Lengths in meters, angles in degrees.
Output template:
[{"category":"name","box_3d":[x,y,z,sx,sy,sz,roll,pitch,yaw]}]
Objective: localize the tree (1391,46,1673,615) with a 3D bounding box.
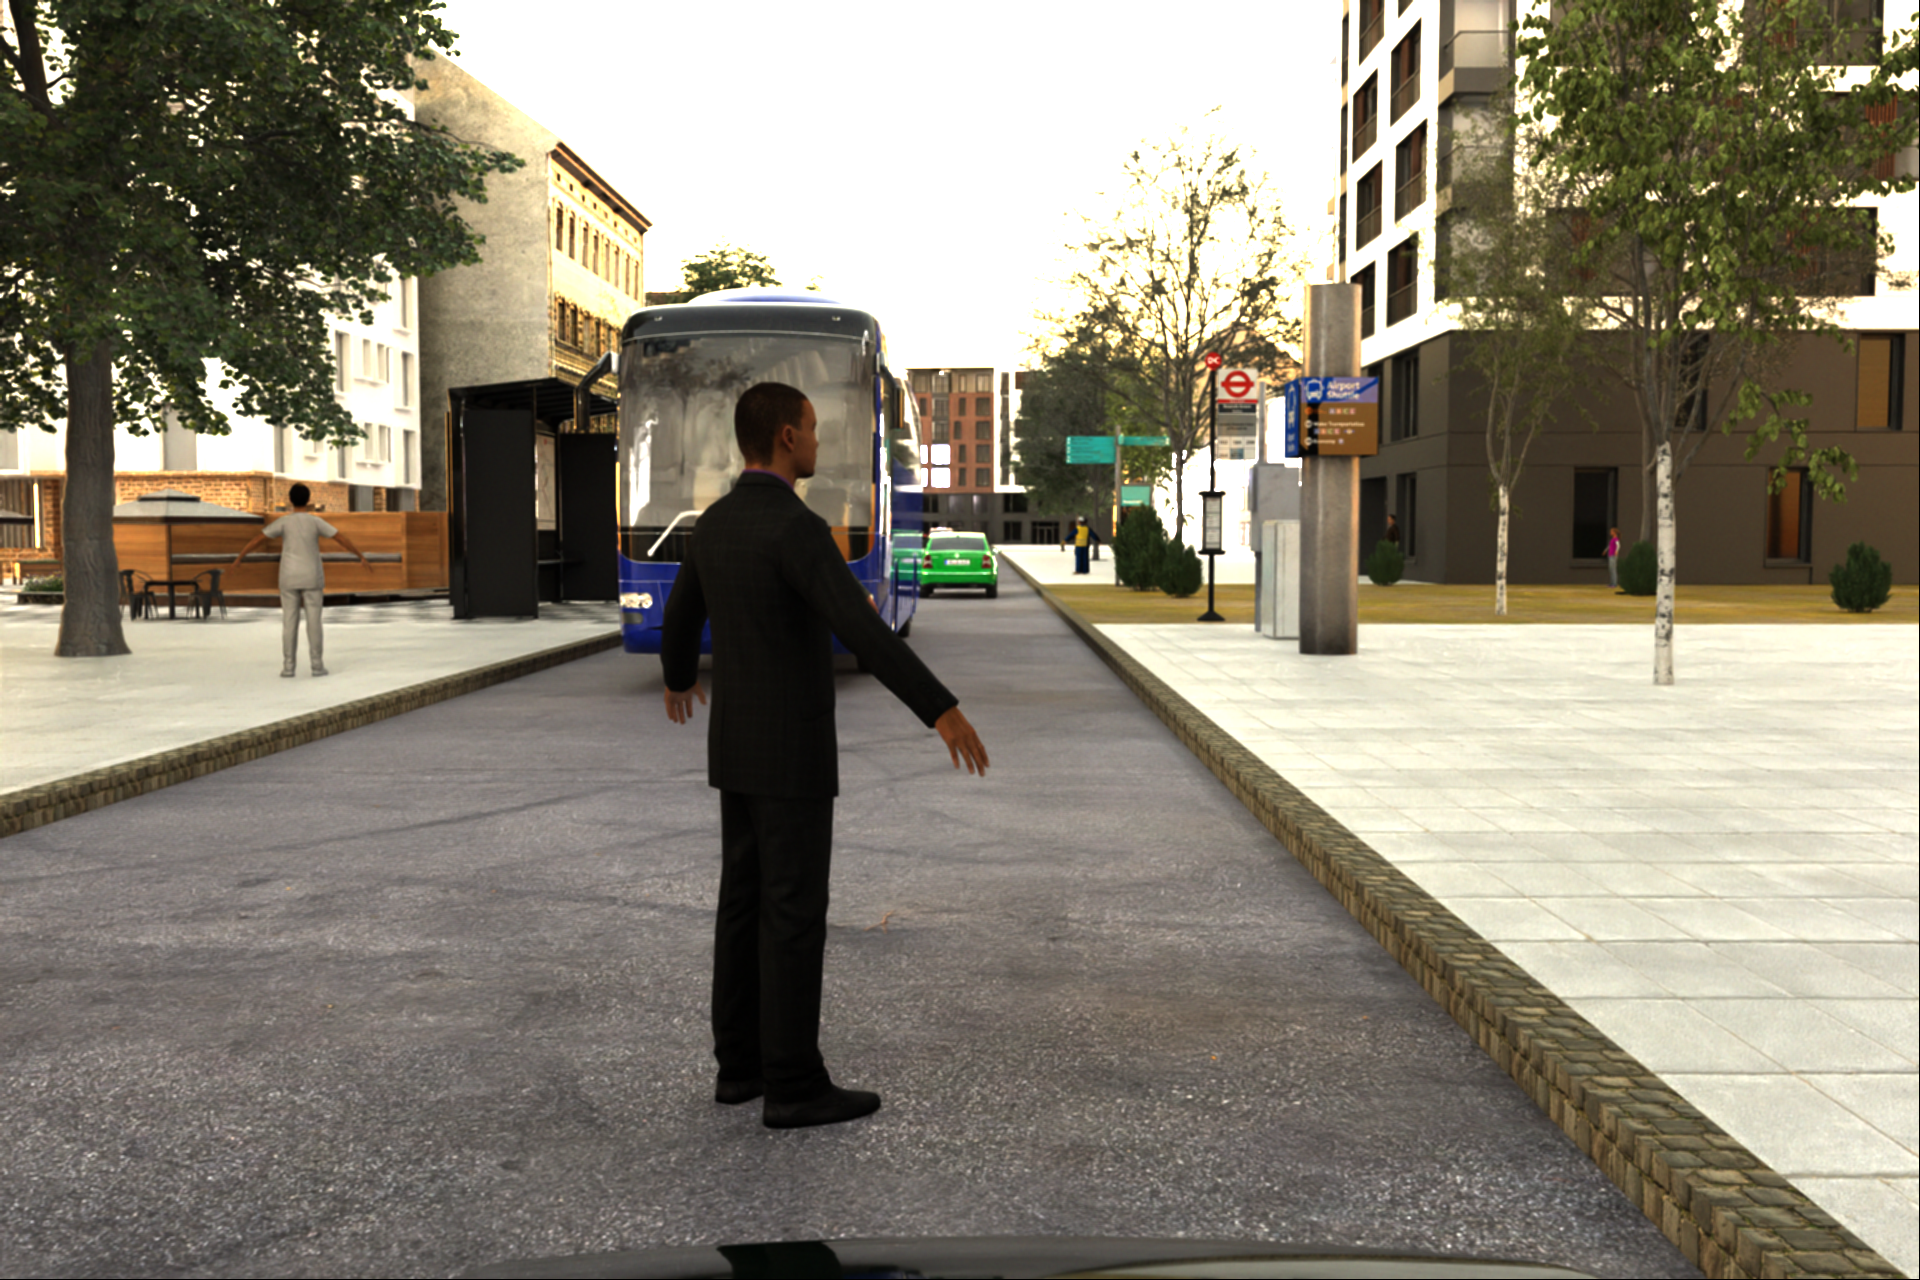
[{"category":"tree","box_3d":[8.343,-4.700,27.203,4.360,8.622,3.978,0,3,0]}]

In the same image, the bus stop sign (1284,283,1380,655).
[{"category":"bus stop sign","box_3d":[3.956,-1.804,18.516,0.837,3.901,0.837,0,4,0]}]

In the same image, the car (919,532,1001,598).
[{"category":"car","box_3d":[-0.030,-1.917,40.134,1.959,1.807,4.718,0,4,1]}]

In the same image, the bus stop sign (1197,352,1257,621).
[{"category":"bus stop sign","box_3d":[3.936,-2.252,25.520,0.855,3.939,0.416,0,4,0]}]

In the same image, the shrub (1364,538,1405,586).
[{"category":"shrub","box_3d":[10.486,-1.934,42.743,1.383,1.207,1.383,0,3,0]}]

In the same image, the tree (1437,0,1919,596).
[{"category":"tree","box_3d":[14.588,-7.696,36.207,12.009,13.543,11.850,0,3,0]}]

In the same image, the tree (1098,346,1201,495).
[{"category":"tree","box_3d":[7.256,-7.260,69.069,4.737,8.622,4.395,0,3,0]}]

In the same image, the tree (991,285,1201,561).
[{"category":"tree","box_3d":[6.691,-10.596,83.610,12.009,13.543,11.850,0,3,0]}]

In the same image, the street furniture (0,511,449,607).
[{"category":"street furniture","box_3d":[-13.741,-1.726,35.072,11.010,1.723,9.812,1,4,15]}]

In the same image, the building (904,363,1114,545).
[{"category":"building","box_3d":[3.277,-22.886,220.610,32.646,21.610,27.936,0,4,6]}]

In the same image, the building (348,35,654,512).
[{"category":"building","box_3d":[-24.771,-14.961,75.542,19.493,23.208,18.063,0,4,1]}]

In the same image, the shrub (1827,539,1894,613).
[{"category":"shrub","box_3d":[14.700,-1.050,28.288,1.383,1.207,1.383,0,3,0]}]

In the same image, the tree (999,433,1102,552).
[{"category":"tree","box_3d":[7.358,-11.675,125.304,8.767,10.594,7.601,-1,4,-20]}]

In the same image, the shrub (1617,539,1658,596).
[{"category":"shrub","box_3d":[14.100,-1.513,35.847,1.383,1.207,1.383,0,3,0]}]

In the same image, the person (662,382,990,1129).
[{"category":"person","box_3d":[-0.436,0.268,4.304,0.704,1.802,1.346,-3,4,-38]}]

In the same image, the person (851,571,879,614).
[{"category":"person","box_3d":[-1.198,-0.146,11.118,1.348,1.796,0.705,0,4,3]}]

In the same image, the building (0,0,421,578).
[{"category":"building","box_3d":[-25.250,-11.928,51.447,16.016,20.090,11.380,0,4,1]}]

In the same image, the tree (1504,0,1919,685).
[{"category":"tree","box_3d":[6.090,-3.911,14.316,4.737,8.622,4.395,0,3,0]}]

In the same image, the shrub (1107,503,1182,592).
[{"category":"shrub","box_3d":[4.143,-2.101,38.769,1.690,2.028,1.600,0,3,0]}]

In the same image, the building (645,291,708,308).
[{"category":"building","box_3d":[-25.778,-19.467,162.264,27.936,21.610,32.646,0,4,1]}]

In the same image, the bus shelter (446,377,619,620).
[{"category":"bus shelter","box_3d":[-6.831,-2.308,29.019,1.731,3.624,6.357,0,4,1]}]

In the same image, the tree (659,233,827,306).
[{"category":"tree","box_3d":[-8.891,-10.196,73.354,9.857,13.997,8.962,0,3,0]}]

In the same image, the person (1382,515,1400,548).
[{"category":"person","box_3d":[11.717,-2.508,47.139,0.704,1.812,1.346,0,4,-7]}]

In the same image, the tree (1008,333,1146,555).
[{"category":"tree","box_3d":[7.322,-12.247,106.898,9.857,13.997,8.962,0,3,0]}]

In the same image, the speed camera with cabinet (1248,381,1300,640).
[{"category":"speed camera with cabinet","box_3d":[4.094,-1.682,21.844,0.660,3.252,2.038,0,4,1]}]

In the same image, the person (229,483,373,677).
[{"category":"person","box_3d":[-5.957,-0.545,15.679,1.217,1.739,0.721,-1,4,-18]}]

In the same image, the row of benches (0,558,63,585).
[{"category":"row of benches","box_3d":[-23.556,-1.751,44.099,4.104,0.672,1.422,-3,5,-43]}]

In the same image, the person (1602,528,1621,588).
[{"category":"person","box_3d":[15.545,-1.964,41.380,0.599,1.433,0.991,0,4,4]}]

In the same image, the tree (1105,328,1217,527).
[{"category":"tree","box_3d":[6.825,-6.778,61.183,4.737,8.622,4.395,0,3,0]}]

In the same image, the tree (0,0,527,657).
[{"category":"tree","box_3d":[-9.245,-6.816,18.091,9.857,13.997,8.962,0,3,0]}]

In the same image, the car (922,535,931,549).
[{"category":"car","box_3d":[-0.427,-2.666,53.380,2.009,1.686,4.222,0,3,0]}]

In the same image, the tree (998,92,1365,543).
[{"category":"tree","box_3d":[6.254,-8.464,48.757,12.009,13.543,11.850,0,3,0]}]

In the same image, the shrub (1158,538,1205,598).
[{"category":"shrub","box_3d":[4.454,-1.454,34.887,1.383,1.207,1.383,0,3,0]}]

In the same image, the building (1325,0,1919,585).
[{"category":"building","box_3d":[26.321,-13.171,59.323,27.936,21.610,32.646,0,4,0]}]

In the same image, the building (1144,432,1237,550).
[{"category":"building","box_3d":[21.984,-13.018,154.990,9.099,9.664,28.070,0,4,1]}]

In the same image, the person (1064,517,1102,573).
[{"category":"person","box_3d":[4.056,-3.113,56.825,1.347,1.837,0.705,-1,4,-18]}]

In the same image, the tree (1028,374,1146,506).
[{"category":"tree","box_3d":[7.242,-9.847,95.418,7.601,10.594,8.767,-1,4,-15]}]

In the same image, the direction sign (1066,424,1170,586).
[{"category":"direction sign","box_3d":[3.861,-3.240,41.740,2.525,3.948,1.411,0,4,-1]}]

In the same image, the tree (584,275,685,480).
[{"category":"tree","box_3d":[-9.303,-6.086,49.870,4.360,8.622,3.978,0,3,0]}]

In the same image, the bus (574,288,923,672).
[{"category":"bus","box_3d":[-1.889,-1.814,21.205,2.896,3.916,12.251,0,4,0]}]

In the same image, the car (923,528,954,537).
[{"category":"car","box_3d":[-1.174,-6.160,109.395,2.281,1.827,5.304,0,4,0]}]

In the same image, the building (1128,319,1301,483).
[{"category":"building","box_3d":[28.218,-21.701,185.744,19.493,23.208,18.063,0,4,0]}]

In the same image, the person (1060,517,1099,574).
[{"category":"person","box_3d":[3.855,-3.017,55.299,1.349,1.833,0.705,-1,4,-23]}]

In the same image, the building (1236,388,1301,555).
[{"category":"building","box_3d":[22.209,-9.552,98.328,9.099,9.664,28.070,0,4,1]}]
